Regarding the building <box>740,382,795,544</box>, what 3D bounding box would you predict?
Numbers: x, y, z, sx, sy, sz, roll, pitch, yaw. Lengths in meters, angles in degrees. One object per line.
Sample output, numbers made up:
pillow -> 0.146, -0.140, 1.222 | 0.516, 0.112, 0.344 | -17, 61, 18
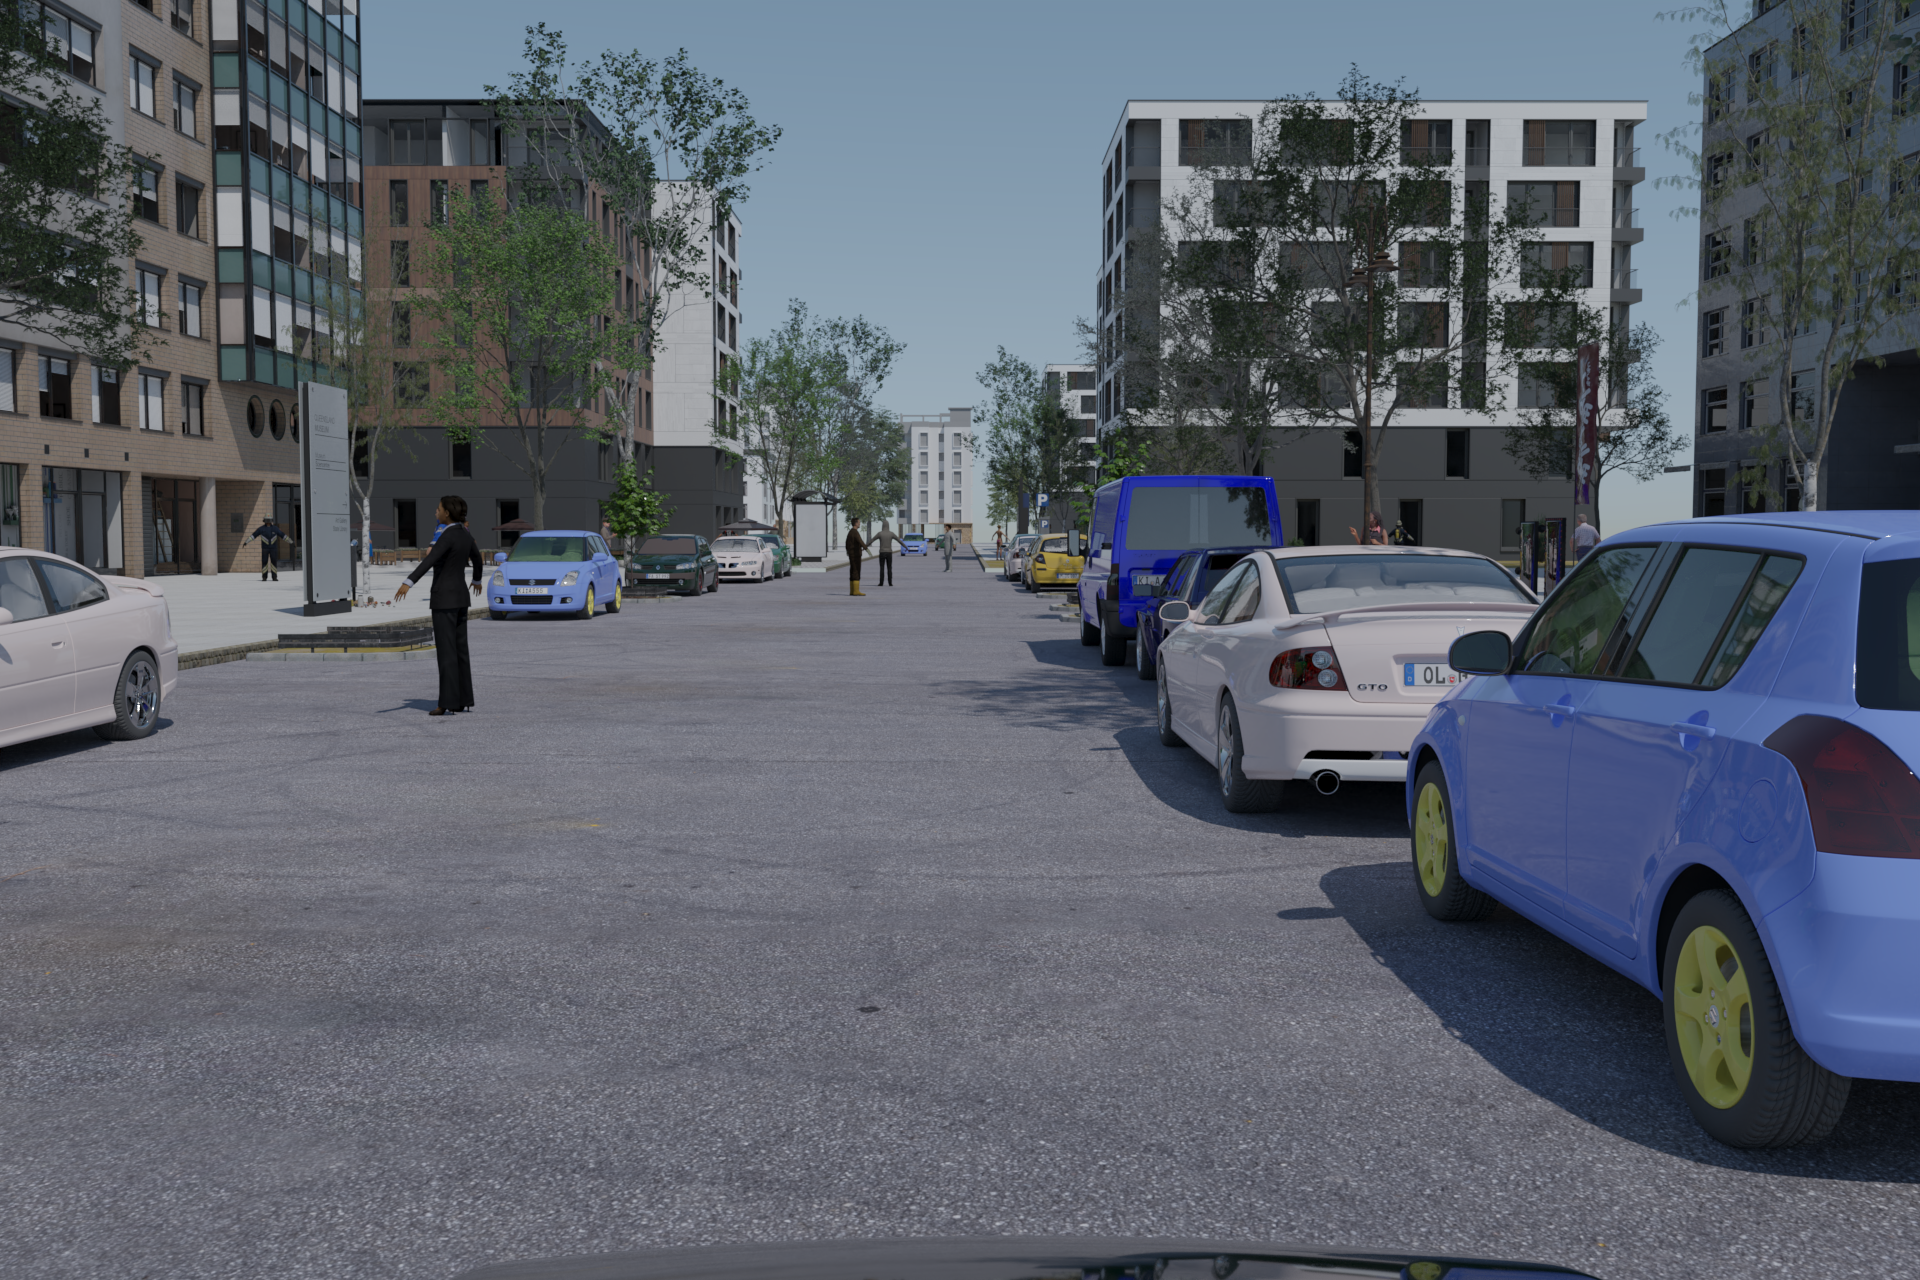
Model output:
building -> -26.970, -22.019, 216.436 | 16.016, 20.090, 11.380 | 0, 4, 1

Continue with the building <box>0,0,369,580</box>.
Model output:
building -> -32.706, -14.459, 42.971 | 21.656, 26.213, 47.522 | 0, 4, 1

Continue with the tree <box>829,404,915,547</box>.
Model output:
tree -> -9.076, -16.185, 171.284 | 9.857, 13.997, 8.962 | 0, 3, 0

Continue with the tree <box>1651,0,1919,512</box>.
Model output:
tree -> 8.675, -4.136, 17.978 | 4.360, 8.622, 3.978 | 0, 3, 0

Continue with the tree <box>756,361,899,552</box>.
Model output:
tree -> -9.326, -12.923, 121.657 | 12.009, 13.543, 11.850 | 0, 3, 0

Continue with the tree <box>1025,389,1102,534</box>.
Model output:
tree -> 5.284, -8.434, 88.255 | 4.360, 8.622, 3.978 | 0, 3, 0

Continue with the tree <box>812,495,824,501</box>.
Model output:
tree -> -21.606, -18.925, 259.780 | 4.360, 8.622, 3.978 | 0, 3, 0

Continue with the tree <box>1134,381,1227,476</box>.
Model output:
tree -> 9.089, -7.615, 74.873 | 4.360, 8.622, 3.978 | 0, 3, 0

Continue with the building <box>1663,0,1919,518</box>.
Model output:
building -> 28.707, -13.843, 44.743 | 11.959, 24.771, 22.079 | 0, 4, 0

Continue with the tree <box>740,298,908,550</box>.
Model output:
tree -> -10.921, -17.328, 139.207 | 12.611, 20.169, 13.585 | 0, 3, 0

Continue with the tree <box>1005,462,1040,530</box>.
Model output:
tree -> 5.755, -12.737, 158.613 | 4.360, 8.622, 3.978 | 0, 3, 0

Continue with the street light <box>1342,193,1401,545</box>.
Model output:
street light -> 5.646, -3.129, 23.940 | 0.468, 5.910, 1.993 | 0, 4, 0

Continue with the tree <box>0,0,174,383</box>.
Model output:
tree -> -13.109, -5.266, 20.509 | 7.601, 10.594, 8.767 | 0, 4, -8

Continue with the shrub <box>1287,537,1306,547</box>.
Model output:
shrub -> 13.918, -3.718, 71.902 | 1.383, 1.207, 1.383 | 0, 3, 0

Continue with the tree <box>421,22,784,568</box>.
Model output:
tree -> -13.380, -12.804, 65.235 | 12.611, 20.169, 13.585 | 0, 3, 0

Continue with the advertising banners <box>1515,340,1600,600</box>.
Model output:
advertising banners -> 5.748, -1.256, 16.729 | 0.090, 3.025, 2.074 | 0, 4, 0

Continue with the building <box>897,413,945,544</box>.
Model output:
building -> -9.254, -24.700, 262.715 | 11.380, 20.090, 16.016 | 0, 4, 6

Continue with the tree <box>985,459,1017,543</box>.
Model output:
tree -> 7.338, -20.825, 258.616 | 7.486, 12.596, 7.792 | 0, 3, 0

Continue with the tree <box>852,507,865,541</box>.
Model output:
tree -> -14.439, -18.673, 255.671 | 4.737, 8.622, 4.395 | 0, 3, 0

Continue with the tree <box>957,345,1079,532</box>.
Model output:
tree -> 5.920, -19.337, 172.053 | 12.611, 20.169, 13.585 | 0, 3, 0

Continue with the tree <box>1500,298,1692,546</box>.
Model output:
tree -> 25.011, -8.200, 68.480 | 7.601, 10.594, 8.767 | 0, 4, 7

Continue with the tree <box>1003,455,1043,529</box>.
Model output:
tree -> 5.672, -12.276, 151.080 | 4.737, 8.622, 4.395 | 0, 3, 0

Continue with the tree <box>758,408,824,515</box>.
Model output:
tree -> -9.416, -9.155, 100.051 | 4.360, 8.622, 3.978 | 0, 3, 0

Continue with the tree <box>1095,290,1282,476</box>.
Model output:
tree -> 8.560, -7.929, 64.055 | 7.601, 10.594, 8.767 | -2, 4, -25

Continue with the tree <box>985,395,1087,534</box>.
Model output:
tree -> 5.894, -12.570, 131.274 | 9.928, 11.665, 9.643 | 0, 3, 0

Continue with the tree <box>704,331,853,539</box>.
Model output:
tree -> -9.383, -10.023, 89.636 | 9.928, 11.665, 9.643 | 0, 3, 0

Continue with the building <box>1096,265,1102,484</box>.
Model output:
building -> 24.665, -18.048, 139.064 | 27.936, 21.610, 32.646 | 0, 3, 0

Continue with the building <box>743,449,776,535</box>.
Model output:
building -> -24.147, -14.843, 184.836 | 9.099, 9.664, 28.070 | 0, 4, -1

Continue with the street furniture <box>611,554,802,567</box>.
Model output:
street furniture -> -11.527, -3.247, 68.711 | 10.072, 0.657, 5.734 | 2, 4, 30

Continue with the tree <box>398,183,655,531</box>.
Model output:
tree -> -12.678, -7.707, 51.758 | 9.928, 11.665, 9.643 | 0, 3, 0

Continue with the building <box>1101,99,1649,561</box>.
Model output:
building -> 21.737, -15.548, 98.192 | 27.936, 21.610, 32.646 | 0, 4, 0

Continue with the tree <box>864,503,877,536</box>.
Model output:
tree -> -14.328, -19.060, 261.996 | 4.737, 8.622, 4.395 | 0, 3, 0

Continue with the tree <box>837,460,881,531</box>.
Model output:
tree -> -9.627, -12.813, 159.859 | 4.737, 8.622, 4.395 | 0, 3, 0

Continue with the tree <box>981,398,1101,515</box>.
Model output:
tree -> 5.572, -11.317, 119.445 | 8.767, 10.594, 7.601 | 0, 4, 3

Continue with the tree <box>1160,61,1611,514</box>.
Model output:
tree -> 8.175, -6.068, 33.623 | 8.767, 10.594, 7.601 | 0, 4, 5

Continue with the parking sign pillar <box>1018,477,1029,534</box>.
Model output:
parking sign pillar -> 3.026, -5.769, 82.788 | 1.447, 3.967, 1.447 | 0, 4, -2

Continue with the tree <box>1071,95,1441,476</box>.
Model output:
tree -> 8.301, -8.511, 49.523 | 12.009, 13.543, 11.850 | 0, 3, 0

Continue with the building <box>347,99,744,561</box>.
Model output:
building -> -28.269, -15.538, 98.021 | 27.936, 21.610, 32.646 | 0, 3, 0

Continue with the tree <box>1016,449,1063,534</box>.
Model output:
tree -> 6.051, -11.796, 143.227 | 4.360, 8.622, 3.978 | 0, 3, 0

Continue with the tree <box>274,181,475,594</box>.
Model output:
tree -> -12.754, -5.273, 36.576 | 4.360, 8.622, 3.978 | 0, 3, 0

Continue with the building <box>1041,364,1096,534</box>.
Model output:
building -> 24.343, -23.273, 224.494 | 27.936, 21.610, 32.646 | 0, 4, 0

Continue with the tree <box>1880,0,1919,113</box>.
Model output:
tree -> 8.497, -6.184, 7.764 | 9.857, 13.997, 8.962 | 0, 3, 0

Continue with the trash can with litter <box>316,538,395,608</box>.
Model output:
trash can with litter -> -10.741, -1.227, 31.114 | 1.678, 1.210, 2.233 | 0, 4, -1

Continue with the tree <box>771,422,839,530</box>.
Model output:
tree -> -9.112, -9.628, 107.777 | 4.360, 8.622, 3.978 | 0, 3, 0
